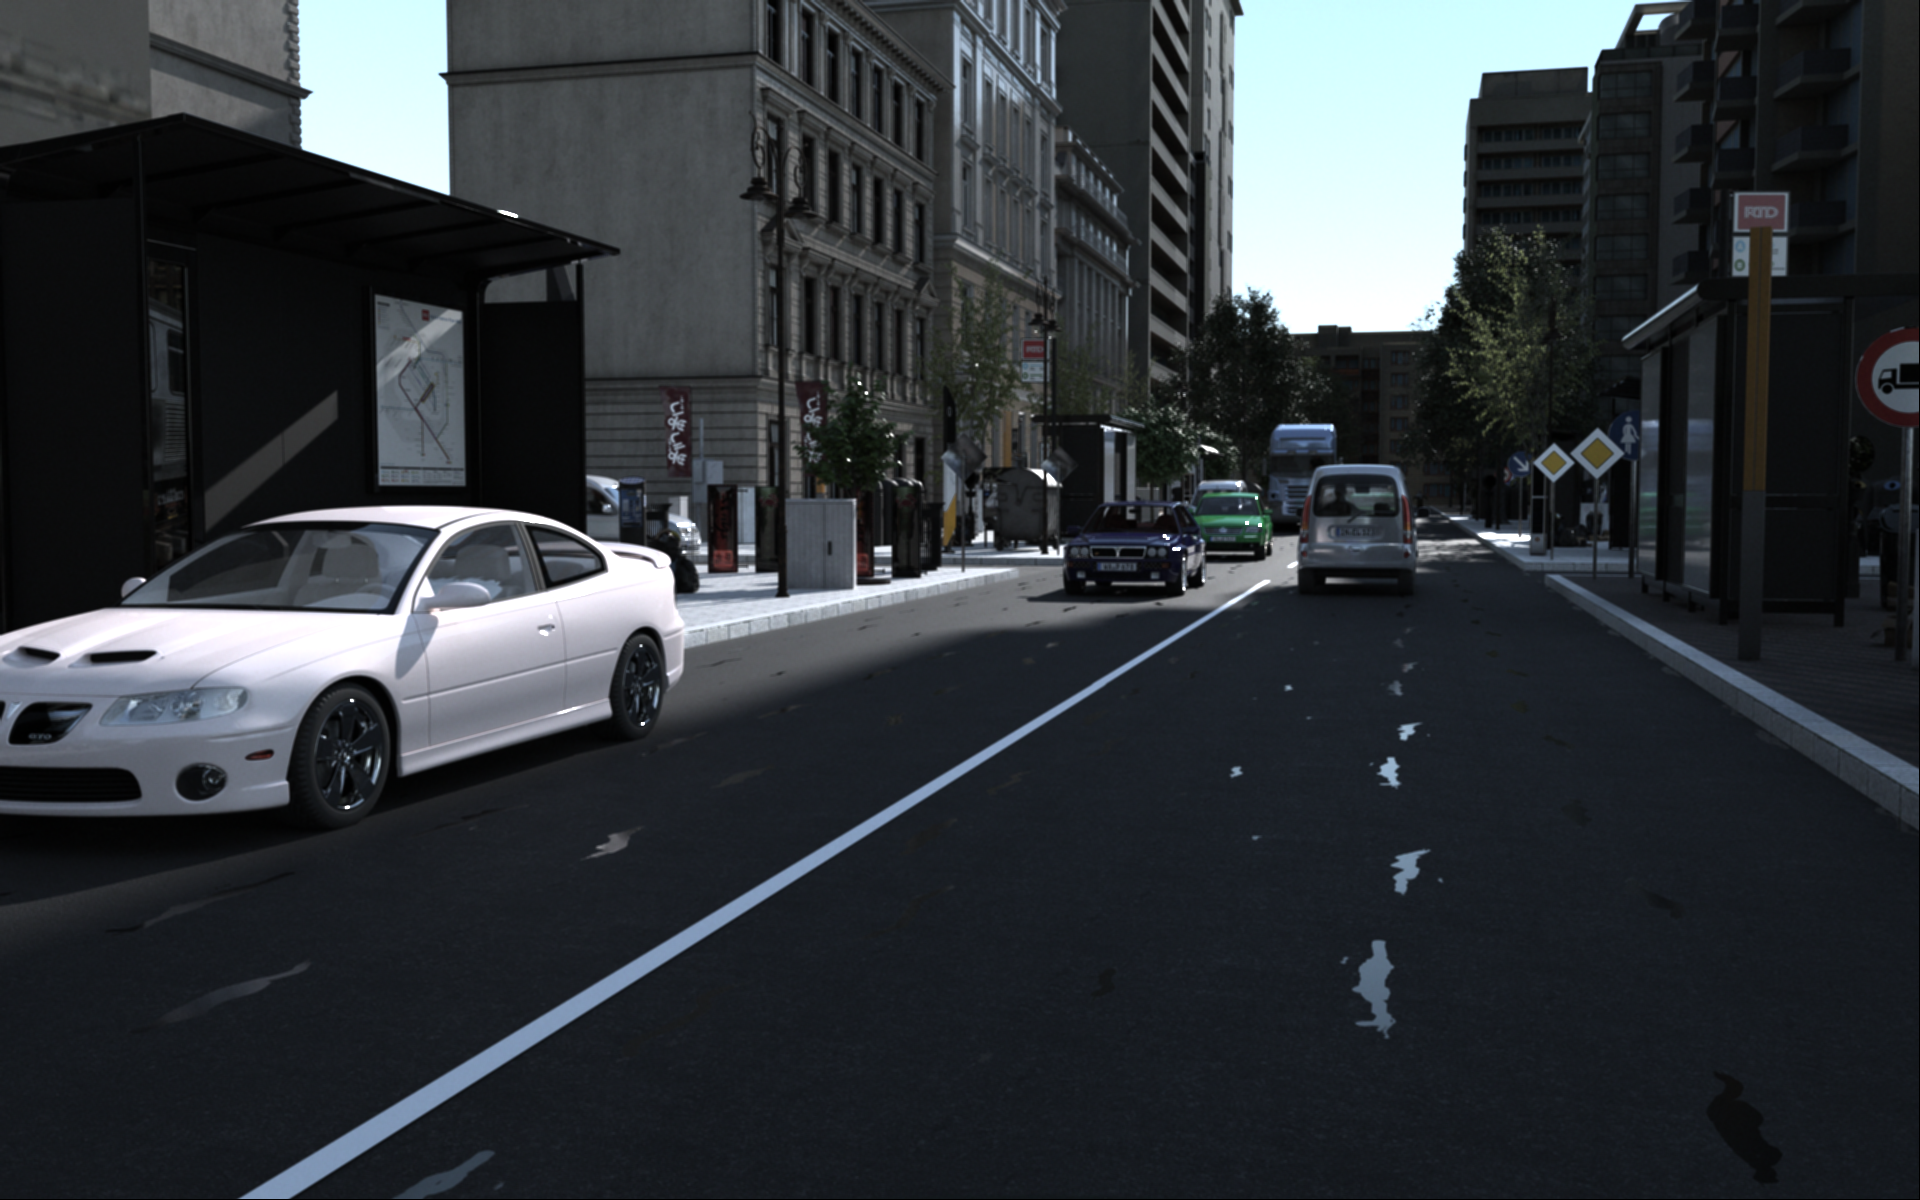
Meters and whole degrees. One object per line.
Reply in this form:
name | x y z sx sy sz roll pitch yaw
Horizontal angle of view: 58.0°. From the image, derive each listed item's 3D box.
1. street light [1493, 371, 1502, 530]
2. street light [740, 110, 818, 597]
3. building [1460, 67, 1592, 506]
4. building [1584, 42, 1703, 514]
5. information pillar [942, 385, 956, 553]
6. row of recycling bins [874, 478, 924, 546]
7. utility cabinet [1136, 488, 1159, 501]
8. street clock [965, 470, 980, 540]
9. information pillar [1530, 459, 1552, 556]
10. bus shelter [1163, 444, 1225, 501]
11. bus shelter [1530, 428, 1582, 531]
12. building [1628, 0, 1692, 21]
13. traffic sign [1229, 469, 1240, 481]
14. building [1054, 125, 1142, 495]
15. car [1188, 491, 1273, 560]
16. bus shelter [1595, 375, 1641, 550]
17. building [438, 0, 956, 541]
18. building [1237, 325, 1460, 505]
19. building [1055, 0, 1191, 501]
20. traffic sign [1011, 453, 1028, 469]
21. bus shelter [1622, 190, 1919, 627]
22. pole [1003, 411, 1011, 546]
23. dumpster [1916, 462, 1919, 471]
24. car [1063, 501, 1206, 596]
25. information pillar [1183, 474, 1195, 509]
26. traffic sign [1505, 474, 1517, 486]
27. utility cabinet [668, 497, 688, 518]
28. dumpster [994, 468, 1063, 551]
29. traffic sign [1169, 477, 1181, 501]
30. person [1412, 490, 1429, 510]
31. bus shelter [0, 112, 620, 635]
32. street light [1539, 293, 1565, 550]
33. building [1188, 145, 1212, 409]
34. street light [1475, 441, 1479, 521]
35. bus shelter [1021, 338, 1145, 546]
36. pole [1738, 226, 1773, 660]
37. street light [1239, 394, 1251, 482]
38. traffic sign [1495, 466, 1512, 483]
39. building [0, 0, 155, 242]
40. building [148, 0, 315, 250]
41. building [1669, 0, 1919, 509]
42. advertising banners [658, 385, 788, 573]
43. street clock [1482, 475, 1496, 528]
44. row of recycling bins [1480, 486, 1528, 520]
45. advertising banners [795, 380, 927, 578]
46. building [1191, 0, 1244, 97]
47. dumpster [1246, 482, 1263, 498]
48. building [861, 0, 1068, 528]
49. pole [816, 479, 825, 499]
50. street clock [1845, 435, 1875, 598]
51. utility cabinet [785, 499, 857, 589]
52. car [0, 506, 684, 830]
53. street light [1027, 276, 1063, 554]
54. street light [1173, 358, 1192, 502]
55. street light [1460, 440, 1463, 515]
street light | 19.294 -5.454 61.961 0.468 5.910 1.993 1 4 14
street light | -2.210 -2.973 21.403 0.468 5.910 1.993 1 4 14
building | 69.291 -35.291 200.709 21.600 48.544 21.300 1 4 14
building | 48.744 -20.968 114.527 14.160 30.474 14.107 1 4 14
information pillar | -0.230 -2.824 37.534 0.183 3.616 0.504 2 4 24
row of recycling bins | -1.798 -2.251 43.911 1.069 1.692 3.534 1 4 21
utility cabinet | 6.574 -3.292 62.500 1.173 1.500 0.318 1 4 23
street clock | 0.302 -2.708 48.853 0.471 2.002 0.358 2 4 32
information pillar | 12.107 -1.939 36.201 0.304 2.012 0.304 2 4 28
bus shelter | 9.097 -4.534 68.049 2.014 3.302 5.546 1 4 14
bus shelter | 21.726 -4.430 63.713 1.731 3.624 6.357 1 4 14
building | 62.247 -26.835 130.636 32.217 40.220 23.993 1 4 14
traffic sign | 12.970 -5.054 82.735 0.768 2.556 0.104 1 4 22
building | 1.831 -15.650 97.673 13.314 21.916 24.055 1 4 14
car | 6.112 -1.859 39.190 1.959 1.807 4.718 1 4 13
bus shelter | 14.761 -2.796 37.004 1.731 3.624 6.357 1 4 15
building | -7.672 -11.717 56.196 10.561 19.102 19.286 1 4 14
building | 45.954 -22.452 212.124 28.899 21.520 27.650 1 4 14
building | 4.584 -30.640 124.673 21.300 48.544 21.600 1 4 14
traffic sign | 1.377 -2.483 42.726 0.606 2.300 0.079 1 4 15
bus shelter | 9.268 -2.638 20.759 2.179 5.291 8.768 1 4 14
pole | 1.156 -2.974 42.474 0.158 3.312 0.155 0 3 0
dumpster | 6.210 -0.233 9.561 1.264 1.857 1.865 1 4 14
car | 2.648 -0.810 25.822 1.945 1.354 3.894 1 4 14
information pillar | 8.242 -3.542 62.396 0.304 2.012 0.304 2 4 34
traffic sign | 31.436 -6.048 98.985 0.768 2.556 0.104 2 4 23
utility cabinet | -6.941 -1.926 42.650 0.306 1.237 1.020 0 4 2
dumpster | 1.546 -2.061 39.448 1.264 1.857 1.865 1 4 15
traffic sign | 7.855 -3.965 64.826 0.884 2.594 0.081 1 4 22
person | 33.453 -7.133 125.855 1.217 1.736 0.721 0 4 -4
bus shelter | -4.849 -1.386 13.937 1.731 3.624 6.357 1 4 14
street light | 13.611 -4.108 39.951 0.468 5.910 1.993 1 4 14
building | 12.686 -22.629 141.691 14.160 30.474 14.107 1 4 14
street light | 24.970 -6.770 83.474 0.468 5.910 1.993 1 4 14
bus shelter | 3.287 -4.246 47.055 2.179 5.291 8.768 1 4 15
pole | 6.131 -1.193 13.349 0.158 3.312 0.155 0 3 0
street light | 13.184 -6.581 80.384 0.468 5.910 1.993 1 4 14
traffic sign | 24.989 -4.868 79.696 0.768 2.556 0.104 2 4 23
building | -23.392 -23.863 13.859 21.600 48.544 21.300 1 4 14
building | -33.084 -14.010 57.945 19.941 23.489 11.050 1 4 14
building | 44.725 -25.876 77.693 22.147 44.769 28.867 1 4 14
advertising banners | -3.832 -1.954 28.139 2.074 3.025 0.090 -1 4 -12
street clock | 19.994 -3.725 65.476 0.471 2.002 0.358 -1 4 -15
row of recycling bins | 27.388 -4.905 87.310 1.069 1.692 3.534 -1 4 -15
advertising banners | -1.533 -1.862 26.624 2.074 3.025 0.090 1 4 11
building | 11.858 -35.299 166.380 27.495 52.752 28.713 1 4 14
dumpster | 14.484 -4.965 86.940 1.264 1.857 1.865 1 4 15
building | -3.825 -17.695 75.221 13.634 28.700 20.117 1 4 14
pole | -3.207 -2.812 39.814 0.158 3.312 0.155 0 3 0
street clock | 11.022 -1.032 21.441 0.471 2.002 0.358 -1 4 -12
utility cabinet | -1.929 -0.754 23.492 1.020 1.237 0.306 0 4 7
car | -3.098 0.201 9.076 2.083 1.381 4.827 1 4 16
street light | 1.815 -3.917 36.830 0.468 5.910 1.993 1 4 14
street light | 7.558 -5.264 58.858 0.468 5.910 1.993 1 4 14
street light | 30.508 -8.100 105.229 0.468 5.910 1.993 1 4 14
